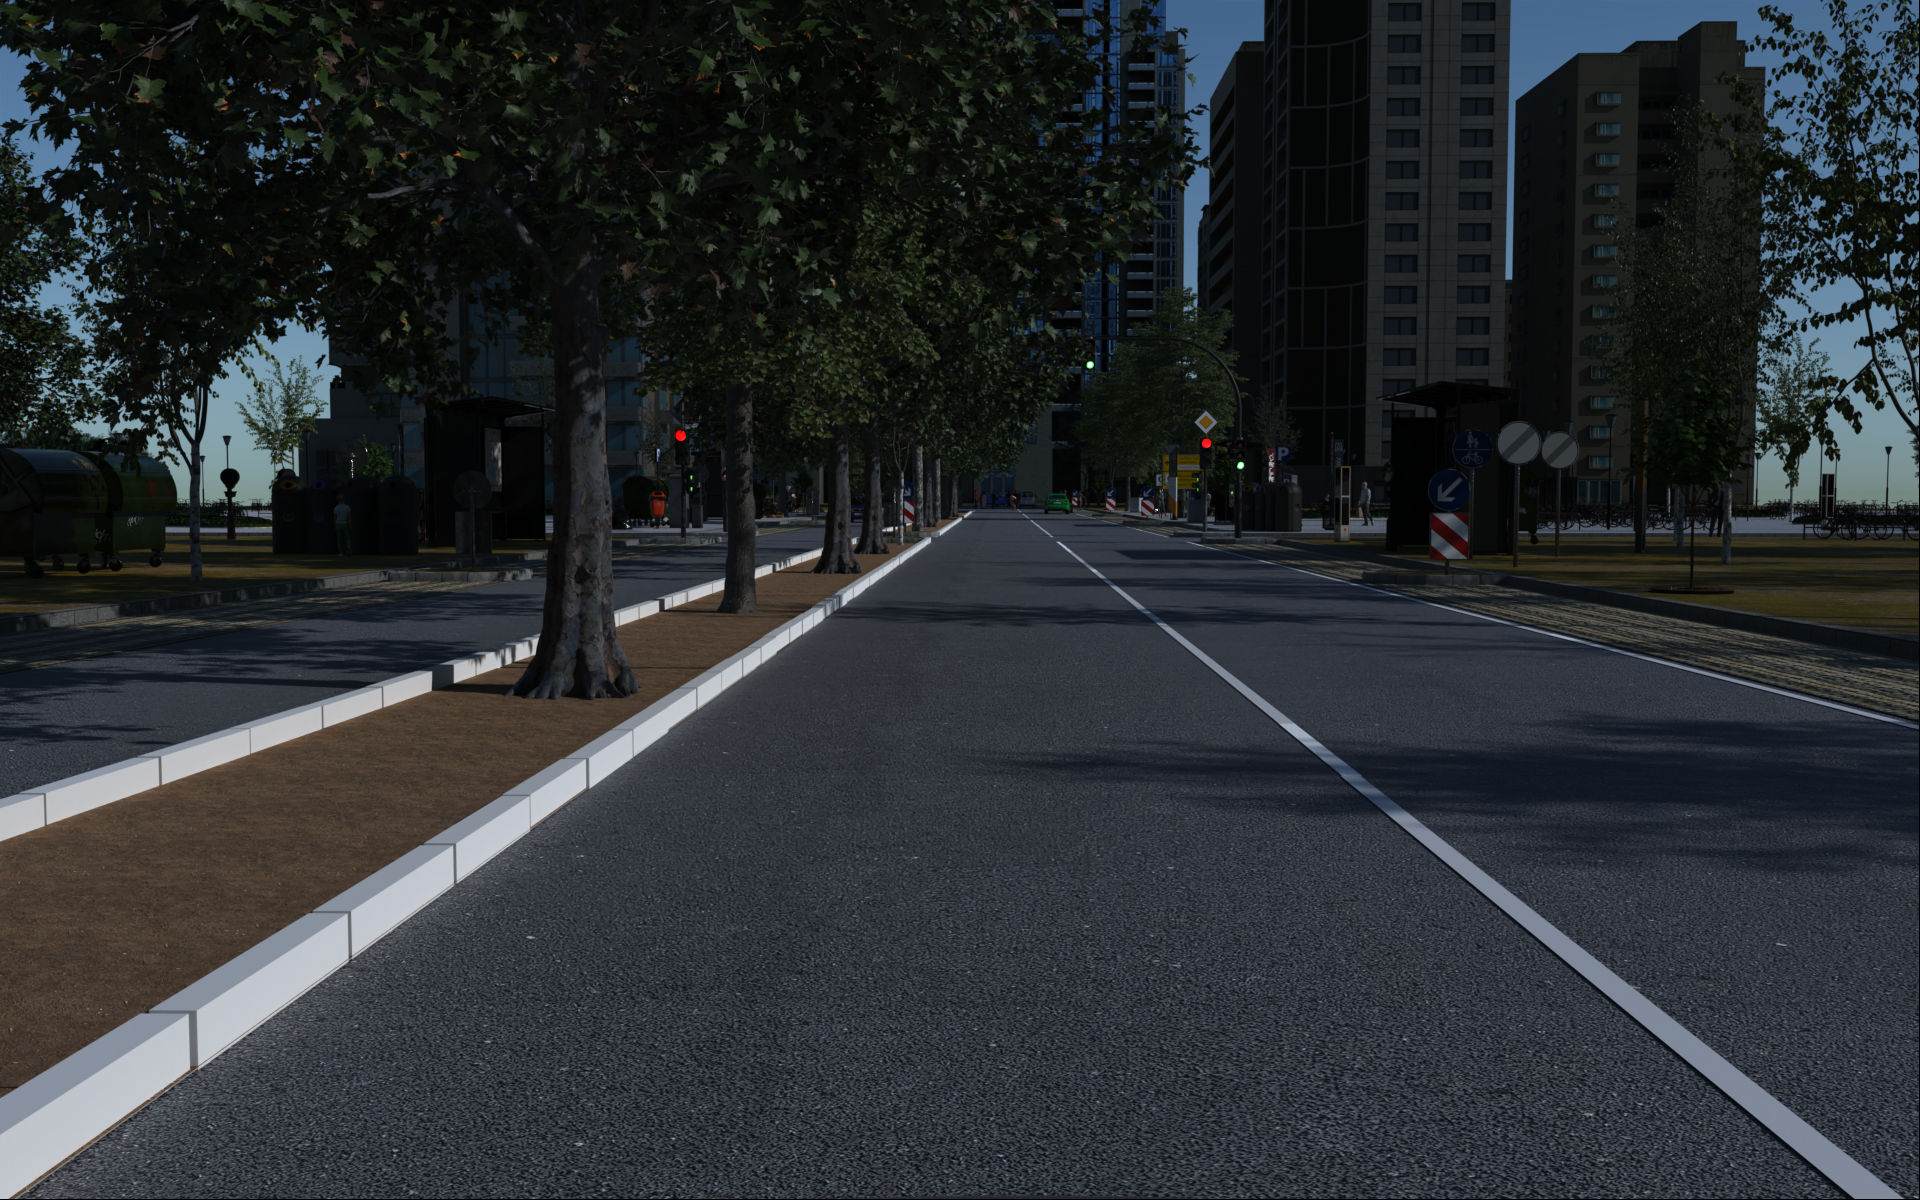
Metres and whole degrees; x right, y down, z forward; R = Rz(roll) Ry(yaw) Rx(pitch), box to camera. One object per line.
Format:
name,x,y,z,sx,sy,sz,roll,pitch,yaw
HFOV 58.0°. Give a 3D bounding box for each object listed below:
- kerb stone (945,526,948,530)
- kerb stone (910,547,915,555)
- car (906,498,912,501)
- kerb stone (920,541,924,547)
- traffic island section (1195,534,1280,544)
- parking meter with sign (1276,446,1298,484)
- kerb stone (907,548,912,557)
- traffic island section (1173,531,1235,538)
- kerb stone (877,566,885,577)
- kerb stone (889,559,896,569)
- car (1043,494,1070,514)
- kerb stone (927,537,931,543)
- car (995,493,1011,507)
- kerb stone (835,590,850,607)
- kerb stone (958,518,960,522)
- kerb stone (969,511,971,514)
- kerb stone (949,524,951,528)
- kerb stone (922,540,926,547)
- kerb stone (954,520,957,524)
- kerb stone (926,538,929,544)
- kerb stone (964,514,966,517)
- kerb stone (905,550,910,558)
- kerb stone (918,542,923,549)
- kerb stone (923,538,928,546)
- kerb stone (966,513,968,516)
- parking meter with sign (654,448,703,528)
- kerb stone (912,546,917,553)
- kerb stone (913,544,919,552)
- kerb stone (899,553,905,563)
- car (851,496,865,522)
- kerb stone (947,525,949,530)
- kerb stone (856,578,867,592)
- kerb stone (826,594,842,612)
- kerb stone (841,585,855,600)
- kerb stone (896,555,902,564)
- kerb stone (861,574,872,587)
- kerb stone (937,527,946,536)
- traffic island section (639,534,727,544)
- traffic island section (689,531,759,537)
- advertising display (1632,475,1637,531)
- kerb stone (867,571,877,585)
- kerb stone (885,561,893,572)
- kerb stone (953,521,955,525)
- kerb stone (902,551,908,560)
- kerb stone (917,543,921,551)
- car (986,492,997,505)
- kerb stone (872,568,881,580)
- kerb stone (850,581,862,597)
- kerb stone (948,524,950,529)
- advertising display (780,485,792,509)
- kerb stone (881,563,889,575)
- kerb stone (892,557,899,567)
kerb stone,-0.630,-2.604,64.786,0.120,0.150,1.000,0,4,1
kerb stone,-1.177,-1.070,39.711,0.120,0.150,1.000,0,4,1
car,-2.896,-6.987,123.038,1.959,1.807,4.718,0,4,-1
kerb stone,-1.067,-1.385,44.840,0.120,0.150,1.000,0,4,1
traffic island section,8.106,-1.722,50.438,2.009,0.180,2.903,0,4,1
parking meter with sign,12.196,-4.144,64.019,0.543,3.016,1.738,2,4,28
kerb stone,-1.206,-1.009,38.688,0.120,0.150,1.000,0,4,1
traffic island section,8.281,-2.210,58.421,2.009,0.180,2.903,0,4,1
kerb stone,-1.404,-0.442,29.427,0.120,0.150,1.000,0,4,1
kerb stone,-1.338,-0.630,32.492,0.120,0.150,1.000,0,4,1
car,6.987,-7.115,125.127,1.959,1.807,4.718,0,4,2
kerb stone,-0.981,-1.635,48.929,0.120,0.150,1.000,0,4,1
car,5.009,-11.516,197.875,1.945,1.707,3.694,0,4,2
kerb stone,-1.554,0.001,22.229,0.120,0.150,1.000,0,4,1
kerb stone,-0.202,-3.797,84.273,0.120,0.150,1.000,0,4,1
kerb stone,0.500,-5.739,116.021,0.120,0.150,1.000,0,4,1
kerb stone,-0.537,-2.856,68.883,0.120,0.150,1.000,0,4,1
kerb stone,-1.044,-1.447,45.864,0.120,0.150,1.000,0,4,1
kerb stone,-0.330,-3.418,78.125,0.120,0.150,1.000,0,4,1
kerb stone,-1.001,-1.566,47.908,0.120,0.150,1.000,0,4,1
kerb stone,0.113,-4.674,98.617,0.120,0.150,1.000,0,4,1
kerb stone,-1.228,-0.943,37.650,0.120,0.150,1.000,0,4,1
kerb stone,-1.086,-1.322,43.817,0.120,0.150,1.000,0,4,1
kerb stone,-1.016,-1.510,46.886,0.120,0.150,1.000,0,4,1
kerb stone,0.251,-5.050,104.754,0.120,0.150,1.000,0,4,1
parking meter with sign,-10.572,-4.218,65.222,1.738,3.016,0.543,0,4,5
kerb stone,-1.158,-1.129,40.741,0.120,0.150,1.000,0,4,1
kerb stone,-1.134,-1.197,41.766,0.120,0.150,1.000,0,4,1
kerb stone,-1.264,-0.813,35.600,0.120,0.150,1.000,0,4,1
car,-4.947,-4.631,88.296,1.945,1.354,3.894,0,4,2
kerb stone,-0.589,-2.726,66.840,0.120,0.150,1.000,0,4,1
kerb stone,-1.491,-0.191,25.314,0.120,0.150,1.000,0,4,1
kerb stone,-1.587,0.060,21.207,0.120,0.150,1.000,0,4,1
kerb stone,-1.540,-0.065,23.265,0.120,0.150,1.000,0,4,1
kerb stone,-1.298,-0.757,34.565,0.120,0.150,1.000,0,4,1
kerb stone,-1.474,-0.253,26.344,0.120,0.150,1.000,0,4,1
kerb stone,-0.677,-2.477,62.733,0.120,0.150,1.000,0,4,1
traffic island section,-8.132,-1.744,50.798,2.009,0.180,2.903,0,4,1
traffic island section,-7.956,-2.232,58.781,2.009,0.180,2.903,0,4,1
advertising display,23.250,-3.327,59.611,0.123,1.923,0.974,1,4,16
kerb stone,-1.447,-0.316,27.367,0.120,0.150,1.000,0,4,1
kerb stone,-1.358,-0.567,31.470,0.120,0.150,1.000,0,4,1
kerb stone,-0.398,-3.233,75.051,0.120,0.150,1.000,0,4,1
kerb stone,-1.248,-0.882,36.628,0.120,0.150,1.000,0,4,1
kerb stone,-1.108,-1.260,42.795,0.120,0.150,1.000,0,4,1
car,3.641,-11.973,205.352,1.945,1.707,3.694,0,4,2
kerb stone,-1.427,-0.379,28.389,0.120,0.150,1.000,0,4,1
kerb stone,-1.511,-0.128,24.290,0.120,0.150,1.000,0,4,1
kerb stone,-0.561,-2.793,67.861,0.120,0.150,1.000,0,4,1
advertising display,-12.551,-7.318,124.863,0.123,1.923,0.974,3,5,45
kerb stone,-1.379,-0.505,30.448,0.120,0.150,1.000,0,4,1
kerb stone,-1.315,-0.690,33.534,0.120,0.150,1.000,0,4,1
